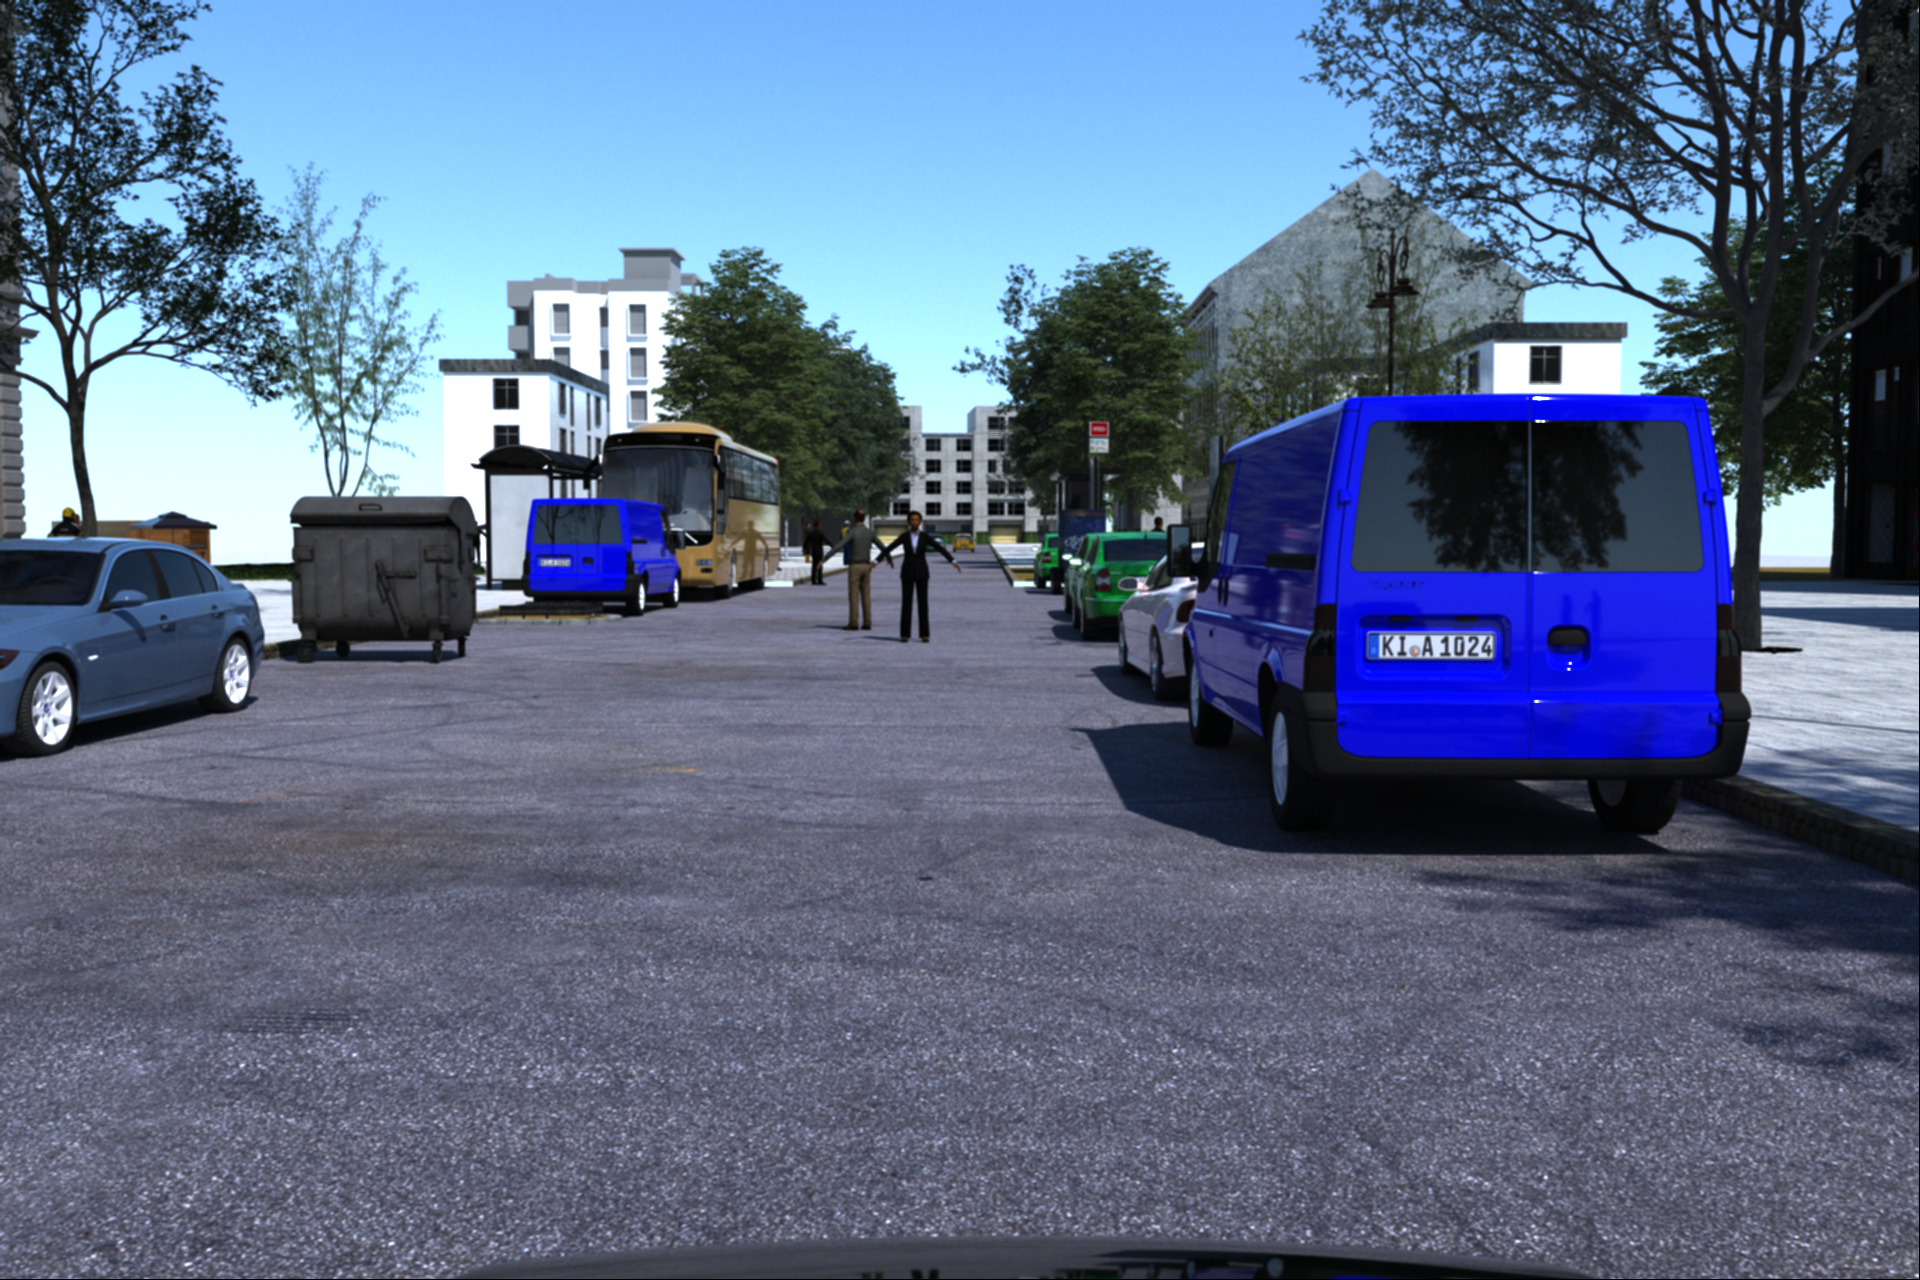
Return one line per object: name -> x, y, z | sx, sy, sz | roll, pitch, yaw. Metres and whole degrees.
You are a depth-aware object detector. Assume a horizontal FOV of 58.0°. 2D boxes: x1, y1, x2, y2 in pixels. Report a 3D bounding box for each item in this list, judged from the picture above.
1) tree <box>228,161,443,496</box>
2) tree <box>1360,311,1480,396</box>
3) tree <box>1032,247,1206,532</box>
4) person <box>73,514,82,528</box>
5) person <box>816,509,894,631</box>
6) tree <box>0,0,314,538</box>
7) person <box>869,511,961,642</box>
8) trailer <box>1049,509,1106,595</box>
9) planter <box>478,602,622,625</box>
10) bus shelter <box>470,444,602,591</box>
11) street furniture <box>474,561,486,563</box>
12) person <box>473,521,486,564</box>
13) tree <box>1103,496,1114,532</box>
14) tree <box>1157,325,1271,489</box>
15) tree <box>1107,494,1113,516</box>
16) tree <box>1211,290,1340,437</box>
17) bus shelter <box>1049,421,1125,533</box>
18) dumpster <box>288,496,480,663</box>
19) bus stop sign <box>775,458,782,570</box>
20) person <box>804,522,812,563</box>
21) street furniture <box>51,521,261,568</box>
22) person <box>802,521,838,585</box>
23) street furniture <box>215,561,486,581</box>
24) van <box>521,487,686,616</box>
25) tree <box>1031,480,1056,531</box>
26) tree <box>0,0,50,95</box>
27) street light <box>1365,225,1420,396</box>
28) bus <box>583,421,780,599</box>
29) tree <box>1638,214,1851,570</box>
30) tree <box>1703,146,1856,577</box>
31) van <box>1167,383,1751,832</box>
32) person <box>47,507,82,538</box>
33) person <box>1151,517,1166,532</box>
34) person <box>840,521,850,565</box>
tree -> -12.595, -5.174, 34.959 | 4.360, 8.622, 3.978 | 0, 3, 0
tree -> 15.072, -6.490, 56.477 | 4.737, 8.622, 4.395 | 0, 3, 0
tree -> 6.494, -9.233, 69.092 | 7.486, 12.596, 7.792 | 0, 3, 0
person -> -23.155, -2.401, 45.436 | 1.348, 1.807, 0.705 | 1, 4, 18
person -> -1.516, -1.046, 25.838 | 1.348, 1.796, 0.705 | -3, 4, -36
tree -> -13.168, -5.567, 25.429 | 7.601, 10.594, 8.767 | -1, 4, -9
person -> -0.597, -0.837, 22.870 | 1.216, 1.740, 0.721 | 0, 4, -1
trailer -> 2.904, -2.142, 42.064 | 1.471, 1.999, 3.904 | 0, 3, 0
planter -> -6.615, -0.438, 28.307 | 1.991, 0.319, 1.994 | 0, 4, 1
bus shelter -> -9.987, -2.930, 41.822 | 2.014, 3.302, 5.546 | 0, 4, 1
street furniture -> -12.755, -3.652, 66.557 | 11.010, 1.723, 9.812 | -1, 4, -20
person -> -20.102, -4.033, 71.871 | 1.347, 1.837, 0.705 | 0, 4, -4
tree -> 20.877, -17.608, 238.252 | 4.737, 8.622, 4.395 | 0, 3, 0
tree -> 9.193, -6.746, 60.660 | 4.360, 8.622, 3.978 | 0, 3, 0
tree -> 23.066, -17.977, 244.281 | 4.360, 8.622, 3.978 | 0, 3, 0
tree -> 9.803, -6.293, 53.253 | 4.737, 8.622, 4.395 | 0, 3, 0
bus shelter -> 4.212, -4.981, 59.074 | 2.179, 5.291, 8.768 | 0, 4, 0
dumpster -> -6.511, -0.699, 19.639 | 1.865, 1.857, 1.264 | 0, 4, 0
bus stop sign -> -6.711, -4.425, 61.058 | 0.855, 3.939, 0.416 | 0, 4, 1
person -> -6.761, -4.359, 77.408 | 0.704, 1.812, 1.346 | 1, 4, 9
street furniture -> -29.683, -3.260, 60.151 | 9.812, 1.723, 11.010 | 3, 4, 36
person -> -3.977, -2.437, 48.528 | 1.346, 1.802, 0.704 | 3, 5, 39
street furniture -> -17.941, -2.204, 51.660 | 5.734, 0.657, 10.072 | 1, 4, 14
van -> -6.451, -1.684, 31.913 | 2.240, 2.365, 5.245 | 0, 4, 0
tree -> 7.917, -11.378, 136.387 | 4.360, 8.622, 3.978 | 0, 3, 0
tree -> -12.512, -6.333, 13.908 | 12.009, 13.543, 11.850 | 0, 3, 0
street light -> 6.526, -3.272, 26.289 | 0.468, 5.910, 1.993 | 0, 4, 1
bus -> -6.235, -3.057, 41.526 | 2.896, 3.916, 12.252 | 0, 4, 0
tree -> 28.191, -8.806, 62.100 | 7.486, 12.596, 7.792 | 0, 3, 0
tree -> 25.833, -8.151, 51.393 | 7.486, 12.596, 7.792 | 0, 3, 0
van -> 2.486, -0.343, 9.999 | 2.240, 2.365, 5.245 | 0, 4, 1
person -> -19.098, -1.921, 37.179 | 1.351, 1.858, 0.704 | 0, 4, 6
person -> 4.291, -1.752, 37.325 | 1.346, 1.802, 0.704 | 3, 5, 43
person -> -4.603, -3.975, 70.966 | 0.705, 1.833, 1.349 | -2, 4, -34
